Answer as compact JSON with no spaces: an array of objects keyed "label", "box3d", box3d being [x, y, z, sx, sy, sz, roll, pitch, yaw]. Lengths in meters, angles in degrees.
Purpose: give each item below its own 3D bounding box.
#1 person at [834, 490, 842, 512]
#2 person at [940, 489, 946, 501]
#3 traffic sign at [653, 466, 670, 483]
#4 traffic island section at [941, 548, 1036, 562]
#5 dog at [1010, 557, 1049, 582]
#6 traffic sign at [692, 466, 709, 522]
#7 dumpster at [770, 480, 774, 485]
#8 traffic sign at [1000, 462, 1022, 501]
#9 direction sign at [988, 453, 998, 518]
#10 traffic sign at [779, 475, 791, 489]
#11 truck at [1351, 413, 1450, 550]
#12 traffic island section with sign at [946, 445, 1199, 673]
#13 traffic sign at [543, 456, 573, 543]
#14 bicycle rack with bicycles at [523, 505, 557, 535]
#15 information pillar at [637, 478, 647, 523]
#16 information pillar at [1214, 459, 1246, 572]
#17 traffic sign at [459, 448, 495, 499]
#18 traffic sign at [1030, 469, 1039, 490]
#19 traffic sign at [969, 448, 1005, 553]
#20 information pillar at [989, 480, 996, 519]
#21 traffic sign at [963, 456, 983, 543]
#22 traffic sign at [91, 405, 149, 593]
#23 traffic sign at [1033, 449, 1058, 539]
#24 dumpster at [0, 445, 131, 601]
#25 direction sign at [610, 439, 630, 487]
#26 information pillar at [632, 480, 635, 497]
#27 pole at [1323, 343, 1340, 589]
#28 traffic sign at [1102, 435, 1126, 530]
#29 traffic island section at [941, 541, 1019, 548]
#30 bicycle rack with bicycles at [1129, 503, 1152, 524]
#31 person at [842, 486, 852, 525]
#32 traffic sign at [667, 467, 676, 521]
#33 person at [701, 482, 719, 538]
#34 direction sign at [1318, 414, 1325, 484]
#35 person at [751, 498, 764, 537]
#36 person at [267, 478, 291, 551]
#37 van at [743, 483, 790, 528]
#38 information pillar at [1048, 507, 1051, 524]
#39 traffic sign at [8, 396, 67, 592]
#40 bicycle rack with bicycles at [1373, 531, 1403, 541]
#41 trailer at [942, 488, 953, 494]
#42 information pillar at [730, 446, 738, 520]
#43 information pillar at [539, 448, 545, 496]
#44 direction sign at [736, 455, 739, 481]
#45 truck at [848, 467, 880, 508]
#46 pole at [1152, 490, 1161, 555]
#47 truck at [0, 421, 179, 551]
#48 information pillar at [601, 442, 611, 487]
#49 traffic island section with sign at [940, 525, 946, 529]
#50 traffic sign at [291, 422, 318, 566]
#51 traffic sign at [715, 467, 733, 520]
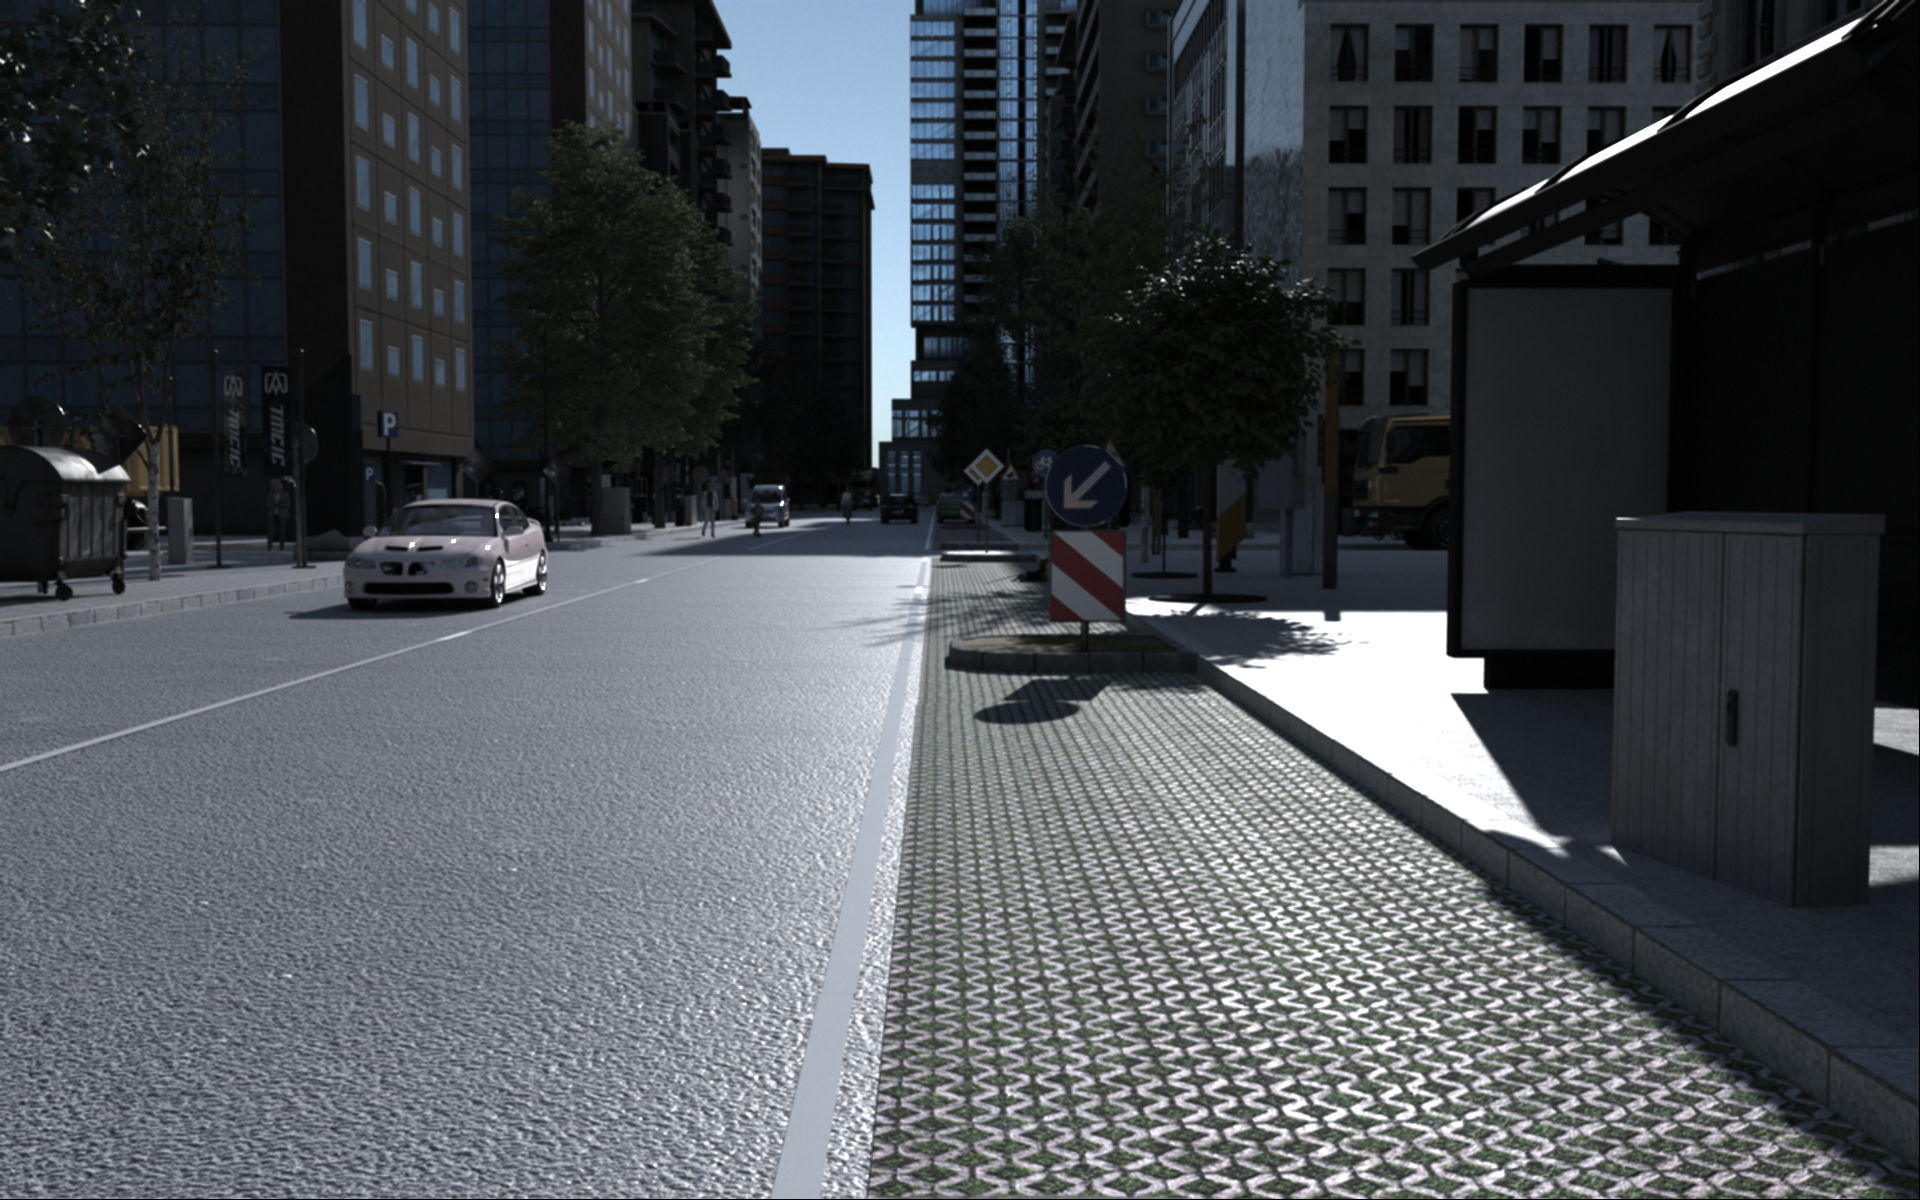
[{"label":"person","box3d":[-9.872,-8.100,141.640,1.217,1.736,0.721,3,5,41]},{"label":"person","box3d":[-1.041,-6.436,113.949,0.478,1.798,0.641,2,4,32]},{"label":"traffic sign","box3d":[-13.265,-4.707,77.062,0.768,2.556,0.104,0,4,4]},{"label":"traffic island section","box3d":[0.602,-0.946,37.752,2.009,0.180,2.903,0,4,-1]},{"label":"dog","box3d":[1.209,-0.491,28.225,0.550,0.427,0.748,-3,5,-40]},{"label":"traffic sign","box3d":[-11.722,-4.783,78.307,0.768,2.556,0.104,0,4,1]},{"label":"dumpster","box3d":[-13.465,-7.179,119.867,1.502,2.255,1.985,0,4,-1]},{"label":"traffic sign","box3d":[2.058,-4.286,70.075,0.884,2.594,0.081,0,4,1]},{"label":"direction sign","box3d":[1.630,-6.266,94.449,0.876,3.537,0.379,0,4,4]},{"label":"traffic sign","box3d":[-11.563,-6.994,114.465,0.768,2.556,0.104,0,4,1]},{"label":"truck","box3d":[13.747,-2.831,42.214,9.791,3.379,3.469,0,3,0]},{"label":"traffic island section with sign","box3d":[0.902,-0.374,14.747,1.989,1.847,2.006,0,4,-1]},{"label":"traffic sign","box3d":[-10.567,-2.562,45.538,0.795,2.450,0.064,0,4,-1]},{"label":"bicycle rack with bicycles","box3d":[-13.568,-2.465,53.680,2.852,0.926,2.925,2,4,29]},{"label":"information pillar","box3d":[-14.347,-4.510,78.235,0.304,2.012,0.304,3,5,43]},{"label":"information pillar","box3d":[4.448,-2.267,28.428,0.504,3.616,0.183,-1,4,-8]},{"label":"traffic sign","box3d":[-10.465,-2.074,37.554,0.795,2.450,0.064,0,4,-1]},{"label":"traffic sign","box3d":[3.816,-5.207,85.239,0.768,2.556,0.104,0,4,7]},{"label":"traffic sign","box3d":[0.578,-2.081,37.675,0.795,2.450,0.064,0,4,-1]},{"label":"information pillar","box3d":[1.688,-5.225,89.927,0.304,2.012,0.304,-2,4,-31]},{"label":"traffic sign","box3d":[0.476,-2.570,45.659,0.795,2.450,0.064,0,4,-1]},{"label":"traffic sign","box3d":[-10.907,-1.303,22.496,0.795,2.450,0.064,0,4,7]},{"label":"traffic sign","box3d":[2.460,-3.016,49.422,0.768,2.556,0.104,0,4,3]},{"label":"dumpster","box3d":[-11.288,-0.960,21.453,1.264,1.857,1.865,0,4,-1]},{"label":"direction sign","box3d":[-13.959,-4.845,71.212,0.876,3.537,0.379,-3,5,-40]},{"label":"information pillar","box3d":[-16.705,-5.176,89.115,0.304,2.012,0.304,-1,4,-12]},{"label":"pole","box3d":[5.032,-1.811,23.460,0.158,3.312,0.155,0,3,0]},{"label":"traffic sign","box3d":[3.281,-2.324,38.003,0.884,2.594,0.081,0,4,3]},{"label":"traffic island section","box3d":[0.500,-1.435,45.737,2.009,0.180,2.903,0,4,-1]},{"label":"bicycle rack with bicycles","box3d":[6.601,-3.698,73.844,2.852,0.926,2.925,-2,4,-34]},{"label":"person","box3d":[-5.194,-4.353,79.903,0.478,1.798,0.641,1,4,9]},{"label":"traffic sign","box3d":[-13.506,-4.897,80.173,0.768,2.556,0.104,0,4,5]},{"label":"person","box3d":[-8.292,-2.991,57.283,0.514,1.842,0.818,-2,4,-30]},{"label":"direction sign","box3d":[10.390,-3.519,49.528,0.379,3.537,0.876,2,4,32]},{"label":"person","box3d":[-6.812,-2.792,58.427,0.475,1.303,0.640,-3,4,-38]},{"label":"person","box3d":[-16.158,-1.980,41.055,0.537,1.800,0.526,0,4,-5]},{"label":"van","box3d":[-8.340,-4.165,75.108,2.013,2.044,4.112,0,4,-1]},{"label":"information pillar","box3d":[4.012,-5.055,73.996,0.183,3.616,0.504,3,5,42]},{"label":"traffic sign","box3d":[-12.005,-1.372,22.545,0.768,2.556,0.104,0,4,2]},{"label":"bicycle rack with bicycles","box3d":[12.707,-2.117,47.996,2.925,0.926,2.852,-1,4,-21]},{"label":"trailer","box3d":[-1.168,-9.651,164.835,1.471,1.999,3.904,0,4,-2]},{"label":"information pillar","box3d":[-11.165,-5.751,85.376,0.183,3.616,0.504,-3,4,-38]},{"label":"information pillar","box3d":[-21.012,-5.855,87.083,0.183,3.616,0.504,-2,4,-32]},{"label":"direction sign","box3d":[-13.171,-6.684,101.280,0.379,3.537,0.876,2,4,26]},{"label":"truck","box3d":[-10.108,-11.946,184.226,2.839,4.237,11.283,0,4,1]},{"label":"pole","box3d":[4.166,-2.616,36.622,0.158,3.312,0.155,0,3,0]},{"label":"truck","box3d":[-24.002,-2.770,41.217,9.791,3.379,3.469,0,4,-1]},{"label":"information pillar","box3d":[-15.020,-5.011,73.279,0.504,3.616,0.183,-2,4,-35]},{"label":"traffic island section with sign","box3d":[0.177,-3.820,71.078,1.989,1.847,2.006,0,4,-1]},{"label":"traffic sign","box3d":[-11.745,-1.871,30.699,0.768,2.556,0.104,0,4,5]},{"label":"traffic sign","box3d":[-11.507,-5.157,84.315,0.884,2.594,0.081,0,4,2]}]
